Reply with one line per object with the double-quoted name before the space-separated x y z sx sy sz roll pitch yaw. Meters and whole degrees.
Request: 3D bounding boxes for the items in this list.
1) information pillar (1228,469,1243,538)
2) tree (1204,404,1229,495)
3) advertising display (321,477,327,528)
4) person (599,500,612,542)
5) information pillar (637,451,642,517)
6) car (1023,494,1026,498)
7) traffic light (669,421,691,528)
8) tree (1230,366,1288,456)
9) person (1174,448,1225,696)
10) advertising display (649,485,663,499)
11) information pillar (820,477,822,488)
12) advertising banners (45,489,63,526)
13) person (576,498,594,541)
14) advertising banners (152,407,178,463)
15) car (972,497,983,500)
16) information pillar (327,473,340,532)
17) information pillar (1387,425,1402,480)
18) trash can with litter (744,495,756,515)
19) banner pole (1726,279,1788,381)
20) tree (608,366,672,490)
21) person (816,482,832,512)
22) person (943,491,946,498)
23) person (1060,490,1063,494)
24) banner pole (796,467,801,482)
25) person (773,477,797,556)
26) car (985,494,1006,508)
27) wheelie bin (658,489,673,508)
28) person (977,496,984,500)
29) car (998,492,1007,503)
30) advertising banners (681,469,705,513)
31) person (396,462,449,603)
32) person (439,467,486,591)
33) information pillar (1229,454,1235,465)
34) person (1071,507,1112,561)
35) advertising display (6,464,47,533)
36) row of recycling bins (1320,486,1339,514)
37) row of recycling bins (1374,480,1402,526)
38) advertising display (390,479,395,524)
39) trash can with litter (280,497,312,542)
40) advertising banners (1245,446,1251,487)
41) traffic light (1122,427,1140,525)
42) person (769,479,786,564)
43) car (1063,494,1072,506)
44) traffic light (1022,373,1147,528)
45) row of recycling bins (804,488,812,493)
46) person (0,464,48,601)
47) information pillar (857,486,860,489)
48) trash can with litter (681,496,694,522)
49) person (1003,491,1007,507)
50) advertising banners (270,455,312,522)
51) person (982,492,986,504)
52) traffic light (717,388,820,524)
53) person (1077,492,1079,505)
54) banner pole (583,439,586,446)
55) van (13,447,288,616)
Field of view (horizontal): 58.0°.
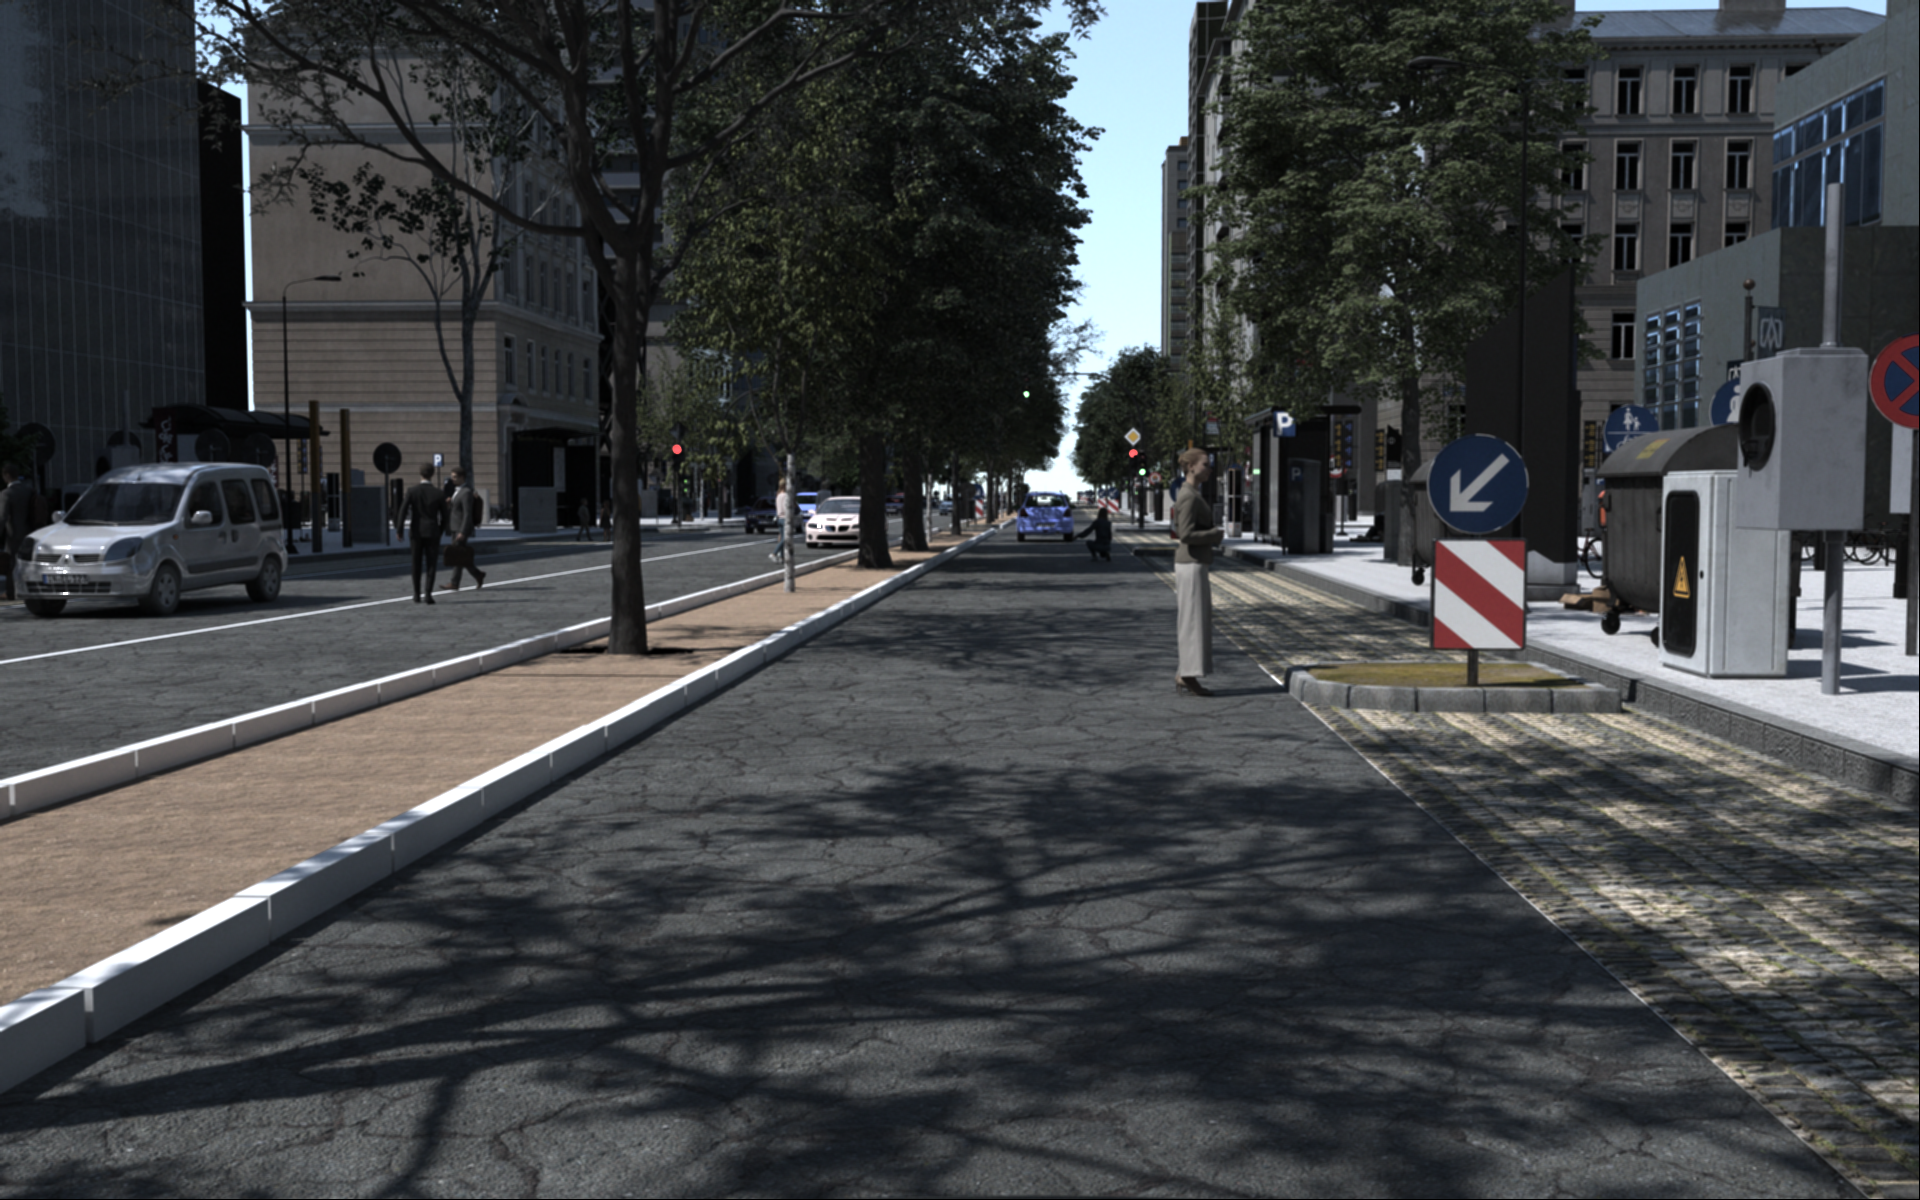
"information pillar" 8.073 -2.835 50.839 0.304 2.012 0.304 -2 4 -26
"tree" 20.647 -11.409 136.894 4.360 8.622 3.978 0 3 0
"advertising display" -24.253 -3.702 65.747 0.123 1.923 0.974 1 4 19
"person" -10.537 -2.340 51.427 0.362 1.253 0.373 -3 5 -44
"information pillar" -17.604 -6.344 95.077 0.183 3.616 0.504 1 4 11
"car" 10.966 -16.567 282.875 2.014 1.417 4.499 0 4 1
"traffic light" -10.689 -4.714 65.986 0.839 4.253 0.868 0 4 3
"tree" 18.235 -9.150 99.971 4.360 8.622 3.978 0 3 0
"person" 1.697 -0.199 12.304 0.362 1.759 0.519 0 4 7
"advertising display" -21.887 -7.301 124.589 0.974 1.923 0.123 -1 4 -14
"information pillar" -10.988 -8.938 137.495 0.183 3.616 0.504 -1 4 -15
"advertising banners" -22.417 -2.761 41.324 2.074 3.025 0.090 0 4 -1
"person" -11.383 -2.424 52.399 0.475 1.303 0.640 2 4 32
"advertising banners" -15.268 -2.367 34.895 2.074 3.025 0.090 0 4 7
"car" 2.034 -12.822 221.636 2.014 1.417 4.499 0 4 2
"information pillar" -21.442 -3.350 59.269 0.304 2.012 0.304 1 4 14
"information pillar" 14.474 -4.065 57.816 0.504 3.616 0.183 1 4 15
"trash can with litter" -12.299 -5.655 103.510 1.678 1.210 2.233 -3 4 -38
"banner pole" 9.395 -1.856 20.367 0.863 3.779 0.401 -2 4 -25
"tree" -18.384 -9.136 99.731 4.360 8.622 3.978 0 3 0
"person" -4.396 -2.946 56.542 0.514 1.842 0.818 -2 4 -27
"person" -1.852 -12.213 208.187 0.705 1.824 1.348 0 4 4
"person" 10.873 -10.995 188.142 0.709 1.838 0.599 3 5 40
"banner pole" -12.735 -8.858 134.852 0.863 3.779 0.401 -1 4 -23
"person" -4.040 -1.934 40.094 0.573 1.828 0.580 -1 4 -14
"car" 3.608 -10.271 176.974 2.155 1.783 4.494 0 4 1
"wheelie bin" -18.072 -6.016 106.277 0.980 1.594 0.693 0 4 -4
"person" 1.669 -9.497 163.804 1.348 1.821 0.705 0 4 3
"car" 6.571 -16.827 283.799 2.281 1.827 5.304 0 4 3
"advertising banners" -18.973 -7.734 122.634 2.074 3.025 0.090 -2 4 -31
"person" -7.048 -0.886 22.759 0.659 1.850 0.755 -1 4 -16
"person" -7.375 -1.057 25.742 0.822 1.834 0.622 -3 5 -41
"information pillar" 15.674 -6.643 99.968 0.504 3.616 0.183 -3 5 -39
"person" 2.904 -1.419 37.203 1.012 1.151 0.738 -1 4 -14
"advertising display" -17.363 -1.635 31.947 0.974 1.923 0.123 0 4 2
"row of recycling bins" 18.058 -4.940 87.877 3.534 1.692 1.069 -3 5 -43
"row of recycling bins" 12.591 -2.624 50.009 1.069 1.692 3.534 0 4 5
"advertising display" -24.473 -4.287 75.305 0.123 1.923 0.974 0 4 8
"trash can with litter" -18.301 -2.156 46.307 2.233 1.210 1.678 -1 4 -18
"advertising banners" 10.697 -4.061 62.589 0.090 3.025 2.074 -1 4 -14
"traffic light" 7.267 -5.139 72.937 0.839 4.253 0.868 0 4 3
"person" -3.676 -1.617 35.610 0.598 1.740 0.731 -3 5 -41
"car" 9.631 -9.429 165.968 2.131 1.459 4.920 0 4 5
"traffic light" 4.699 -5.522 64.948 4.771 5.953 1.251 0 4 3
"row of recycling bins" -11.442 -7.003 121.606 1.069 1.692 3.534 -2 4 -31
"person" -12.541 -0.896 23.114 0.822 1.834 0.622 0 4 7
"information pillar" -8.522 -9.389 144.859 0.183 3.616 0.504 2 4 27
"trash can with litter" -12.632 -4.240 80.715 0.624 1.170 1.055 -2 4 -27
"person" 5.143 -11.584 198.621 0.721 1.735 1.217 -1 4 -17
"advertising banners" -30.152 -4.999 77.919 0.090 3.025 2.074 3 5 42
"person" 3.502 -15.023 253.998 0.709 1.838 0.599 0 4 2
"traffic light" -8.121 -6.067 73.869 4.771 5.953 1.251 0 4 3
"person" 14.499 -12.382 211.655 0.721 1.736 1.217 0 4 8
"banner pole" -17.257 -5.426 78.735 0.863 3.779 0.401 -3 5 -44
"van" -10.063 -0.900 21.728 2.013 2.044 4.112 0 4 4
